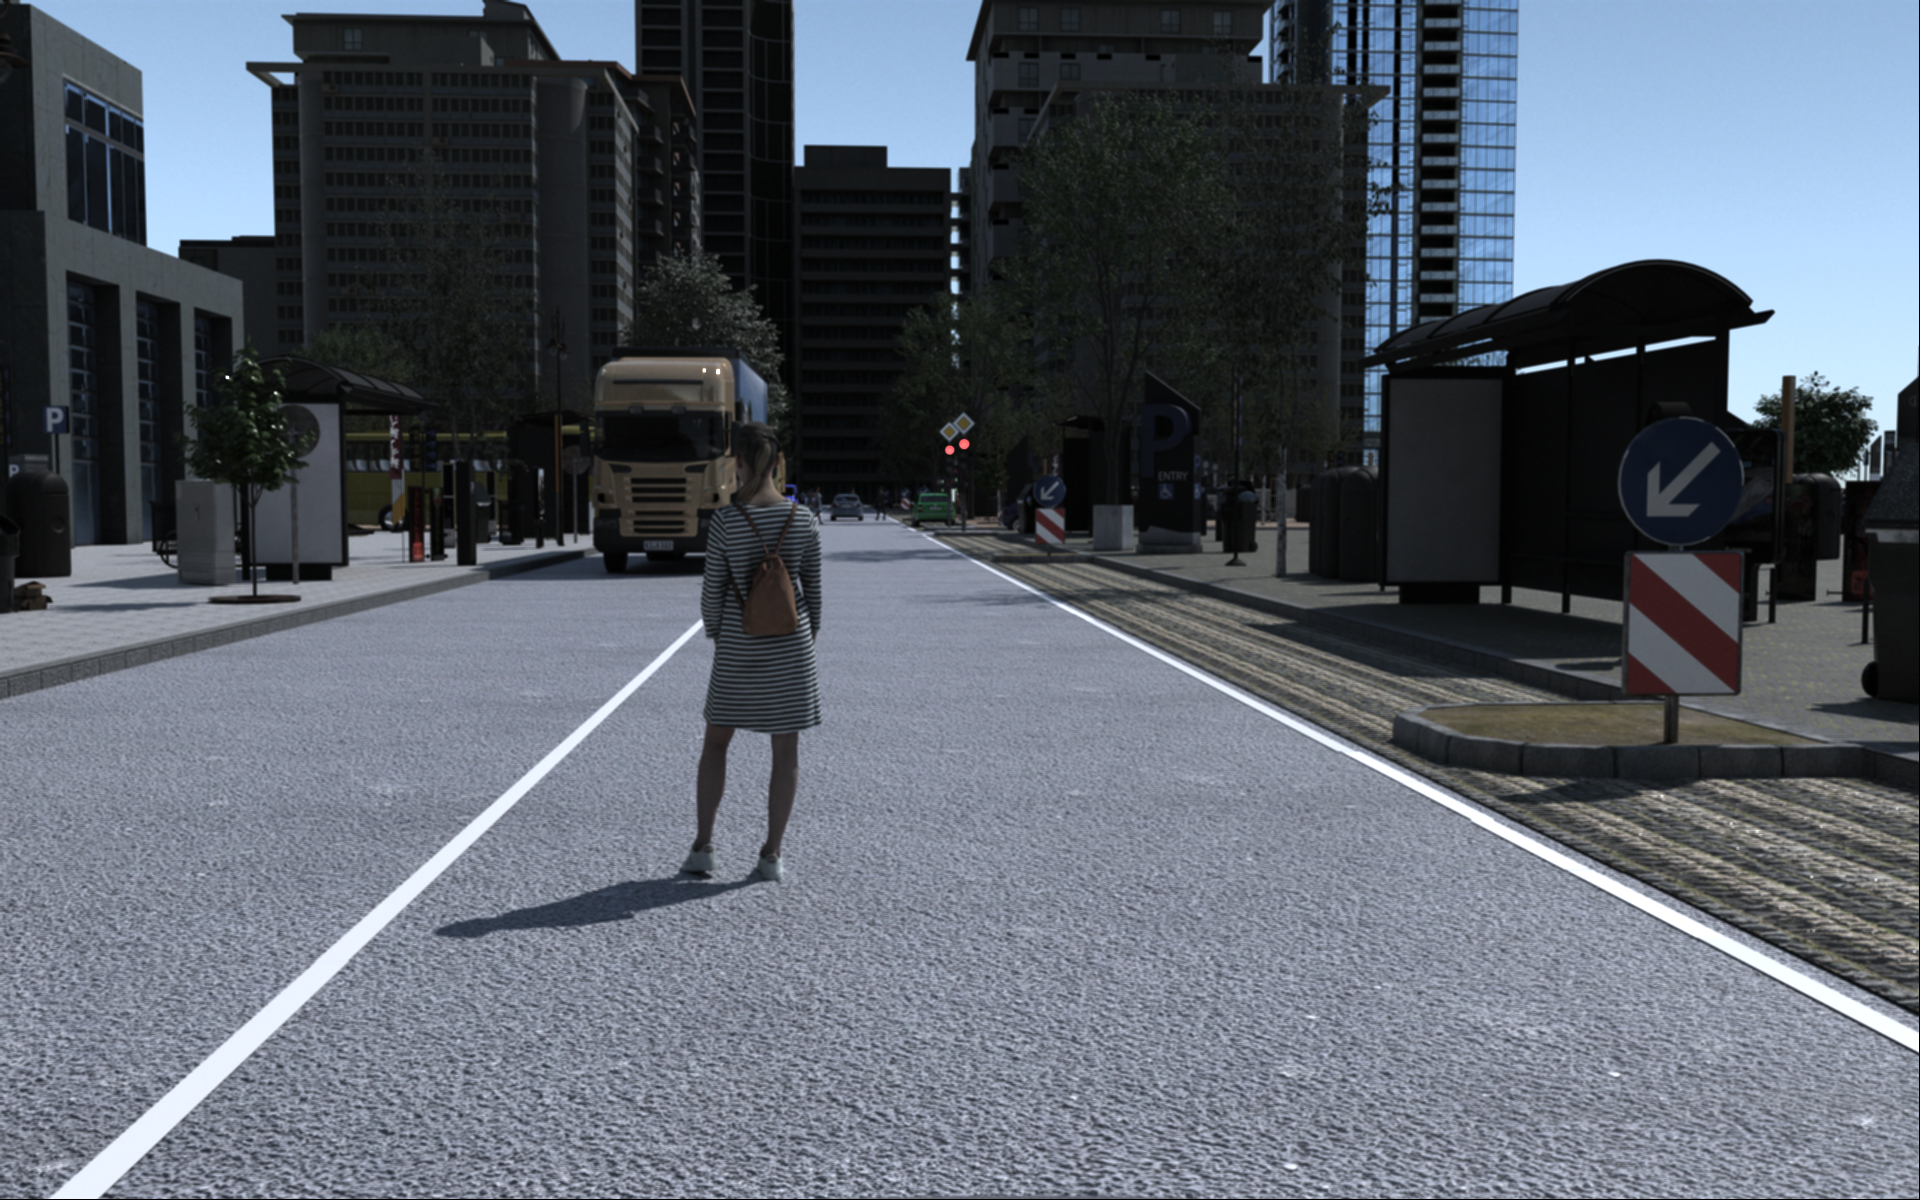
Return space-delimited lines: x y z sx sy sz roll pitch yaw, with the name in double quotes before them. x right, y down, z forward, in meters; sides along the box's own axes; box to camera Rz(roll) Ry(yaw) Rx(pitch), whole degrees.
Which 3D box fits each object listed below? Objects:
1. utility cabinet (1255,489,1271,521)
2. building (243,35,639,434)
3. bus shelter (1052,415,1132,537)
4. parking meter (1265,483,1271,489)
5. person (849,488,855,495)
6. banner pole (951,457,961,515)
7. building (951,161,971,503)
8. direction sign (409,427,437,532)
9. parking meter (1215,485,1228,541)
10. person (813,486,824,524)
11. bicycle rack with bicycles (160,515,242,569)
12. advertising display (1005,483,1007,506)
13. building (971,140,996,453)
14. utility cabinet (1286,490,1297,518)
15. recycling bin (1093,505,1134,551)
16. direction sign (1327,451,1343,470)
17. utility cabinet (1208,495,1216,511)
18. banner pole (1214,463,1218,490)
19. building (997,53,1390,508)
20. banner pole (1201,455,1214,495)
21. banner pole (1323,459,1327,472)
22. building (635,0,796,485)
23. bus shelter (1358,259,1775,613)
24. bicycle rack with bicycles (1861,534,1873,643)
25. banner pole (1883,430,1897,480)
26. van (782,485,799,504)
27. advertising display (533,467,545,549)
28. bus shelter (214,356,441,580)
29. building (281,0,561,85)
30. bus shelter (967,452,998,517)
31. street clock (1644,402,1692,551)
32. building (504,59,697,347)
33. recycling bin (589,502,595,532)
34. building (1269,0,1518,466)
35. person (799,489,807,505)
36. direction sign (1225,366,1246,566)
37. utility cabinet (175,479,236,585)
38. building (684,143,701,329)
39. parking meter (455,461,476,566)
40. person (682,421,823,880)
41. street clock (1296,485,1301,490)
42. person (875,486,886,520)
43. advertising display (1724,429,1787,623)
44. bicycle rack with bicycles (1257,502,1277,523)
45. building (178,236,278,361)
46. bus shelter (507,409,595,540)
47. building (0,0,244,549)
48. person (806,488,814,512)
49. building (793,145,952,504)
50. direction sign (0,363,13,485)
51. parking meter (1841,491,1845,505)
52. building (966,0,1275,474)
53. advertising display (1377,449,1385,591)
"utility cabinet" 14.301 -4.485 82.007 1.173 1.500 0.318 2 4 29
"building" -41.734 -28.102 151.354 32.217 40.220 23.993 0 4 -4
"bus shelter" 4.115 -3.862 54.423 1.731 3.624 6.357 0 4 -4
"parking meter" 15.820 -5.086 88.870 0.255 1.863 0.399 -2 4 -35
"person" -7.330 -6.734 118.560 0.622 1.834 0.822 2 4 27
"banner pole" -0.169 -6.977 104.096 0.863 3.779 0.401 1 4 19
"building" 13.505 -38.350 246.630 30.456 49.044 23.786 0 4 -4
"direction sign" -18.068 -4.057 58.321 0.876 3.537 0.379 -2 4 -28
"parking meter" 7.148 -2.369 47.140 0.372 1.533 0.369 0 3 0
"person" -6.816 -4.511 82.347 0.778 1.811 0.616 2 4 26
"bicycle rack with bicycles" -13.012 -1.093 31.249 2.925 0.926 2.852 -2 4 -32
"advertising display" 2.540 -4.700 82.061 0.974 1.923 0.123 3 4 37
"building" 8.203 -31.771 203.054 14.154 41.232 14.086 0 4 -4
"utility cabinet" 17.652 -5.090 91.894 1.173 1.500 0.318 1 4 12
"recycling bin" 3.488 -1.642 39.398 0.722 1.027 0.722 2 4 29
"direction sign" 19.667 -6.045 90.826 0.876 3.537 0.379 -1 4 -12
"utility cabinet" 14.141 -5.384 99.188 1.020 1.237 0.306 1 4 15
"banner pole" 17.853 -8.080 122.126 0.863 3.779 0.401 -1 4 -22
"building" 19.592 -28.458 157.176 32.217 40.220 23.993 0 4 -4
"banner pole" 15.707 -7.439 111.641 0.863 3.779 0.401 -2 4 -29
"banner pole" 23.396 -7.335 109.947 0.863 3.779 0.401 -2 4 -25
"building" -33.374 -49.050 240.218 20.611 71.187 20.563 0 4 -4
"bus shelter" 5.858 -1.456 17.733 2.014 3.302 5.546 0 4 -4
"bicycle rack with bicycles" 8.817 -0.081 14.707 2.925 0.926 2.852 -2 4 -34
"banner pole" 32.301 -4.280 59.993 0.401 3.779 0.863 -1 4 -19
"van" -11.337 -6.483 110.386 2.240 2.365 5.245 0 4 -3
"advertising display" -9.967 -2.191 41.044 0.123 1.923 0.974 0 4 -6
"bus shelter" -10.088 -2.096 28.187 2.014 3.302 5.546 0 4 -4
"building" -58.321 -36.884 192.288 27.495 52.752 28.713 0 4 -4
"bus shelter" 1.095 -6.568 98.669 1.731 3.624 6.357 0 4 -4
"street clock" 5.579 -0.558 13.687 0.358 2.002 0.471 0 4 3
"building" -38.707 -32.002 177.860 22.147 44.769 28.867 0 4 -4
"recycling bin" -12.749 -2.789 58.153 0.722 1.027 0.722 1 4 20
"building" 50.444 -54.370 201.613 31.000 86.520 22.319 0 4 -4
"person" -13.327 -8.475 147.044 1.348 1.826 0.705 3 4 36
"direction sign" 4.949 -2.384 30.981 0.379 3.537 0.876 1 4 20
"utility cabinet" -10.697 -0.969 24.518 1.173 1.500 0.318 3 5 42
"building" -37.401 -31.661 201.259 14.086 41.232 14.154 0 4 -4
"parking meter" -8.878 -1.555 31.131 0.255 1.863 0.399 0 4 1
"person" -0.751 0.185 6.478 0.512 1.701 0.522 -2 4 -23
"street clock" 25.808 -7.791 131.956 0.471 2.002 0.358 1 4 13
"person" -4.359 -5.302 94.966 0.659 1.850 0.755 -3 4 -39
"advertising display" 7.947 -0.758 17.602 0.123 1.923 0.974 -1 4 -21
"bicycle rack with bicycles" 12.985 -3.930 77.642 2.925 0.926 2.852 -1 4 -14
"building" -79.539 -26.099 198.424 14.107 30.474 14.160 0 4 -4
"bus shelter" -11.923 -3.662 51.153 1.731 3.624 6.357 0 4 -4
"building" -36.356 -44.357 37.909 31.000 86.520 22.319 0 4 -4
"person" -10.439 -6.844 120.197 0.655 1.846 0.447 -1 4 -12
"building" -12.422 -37.931 243.877 21.600 48.544 21.300 0 4 -4
"direction sign" -16.665 -2.341 30.274 0.379 3.537 0.876 -3 5 -40
"parking meter" 52.191 -5.734 102.161 0.372 1.533 0.369 0 3 0
"building" 15.923 -36.281 182.424 28.713 52.752 27.495 0 4 -4
"advertising display" 5.995 -1.078 22.835 0.974 1.923 0.123 0 4 -4
